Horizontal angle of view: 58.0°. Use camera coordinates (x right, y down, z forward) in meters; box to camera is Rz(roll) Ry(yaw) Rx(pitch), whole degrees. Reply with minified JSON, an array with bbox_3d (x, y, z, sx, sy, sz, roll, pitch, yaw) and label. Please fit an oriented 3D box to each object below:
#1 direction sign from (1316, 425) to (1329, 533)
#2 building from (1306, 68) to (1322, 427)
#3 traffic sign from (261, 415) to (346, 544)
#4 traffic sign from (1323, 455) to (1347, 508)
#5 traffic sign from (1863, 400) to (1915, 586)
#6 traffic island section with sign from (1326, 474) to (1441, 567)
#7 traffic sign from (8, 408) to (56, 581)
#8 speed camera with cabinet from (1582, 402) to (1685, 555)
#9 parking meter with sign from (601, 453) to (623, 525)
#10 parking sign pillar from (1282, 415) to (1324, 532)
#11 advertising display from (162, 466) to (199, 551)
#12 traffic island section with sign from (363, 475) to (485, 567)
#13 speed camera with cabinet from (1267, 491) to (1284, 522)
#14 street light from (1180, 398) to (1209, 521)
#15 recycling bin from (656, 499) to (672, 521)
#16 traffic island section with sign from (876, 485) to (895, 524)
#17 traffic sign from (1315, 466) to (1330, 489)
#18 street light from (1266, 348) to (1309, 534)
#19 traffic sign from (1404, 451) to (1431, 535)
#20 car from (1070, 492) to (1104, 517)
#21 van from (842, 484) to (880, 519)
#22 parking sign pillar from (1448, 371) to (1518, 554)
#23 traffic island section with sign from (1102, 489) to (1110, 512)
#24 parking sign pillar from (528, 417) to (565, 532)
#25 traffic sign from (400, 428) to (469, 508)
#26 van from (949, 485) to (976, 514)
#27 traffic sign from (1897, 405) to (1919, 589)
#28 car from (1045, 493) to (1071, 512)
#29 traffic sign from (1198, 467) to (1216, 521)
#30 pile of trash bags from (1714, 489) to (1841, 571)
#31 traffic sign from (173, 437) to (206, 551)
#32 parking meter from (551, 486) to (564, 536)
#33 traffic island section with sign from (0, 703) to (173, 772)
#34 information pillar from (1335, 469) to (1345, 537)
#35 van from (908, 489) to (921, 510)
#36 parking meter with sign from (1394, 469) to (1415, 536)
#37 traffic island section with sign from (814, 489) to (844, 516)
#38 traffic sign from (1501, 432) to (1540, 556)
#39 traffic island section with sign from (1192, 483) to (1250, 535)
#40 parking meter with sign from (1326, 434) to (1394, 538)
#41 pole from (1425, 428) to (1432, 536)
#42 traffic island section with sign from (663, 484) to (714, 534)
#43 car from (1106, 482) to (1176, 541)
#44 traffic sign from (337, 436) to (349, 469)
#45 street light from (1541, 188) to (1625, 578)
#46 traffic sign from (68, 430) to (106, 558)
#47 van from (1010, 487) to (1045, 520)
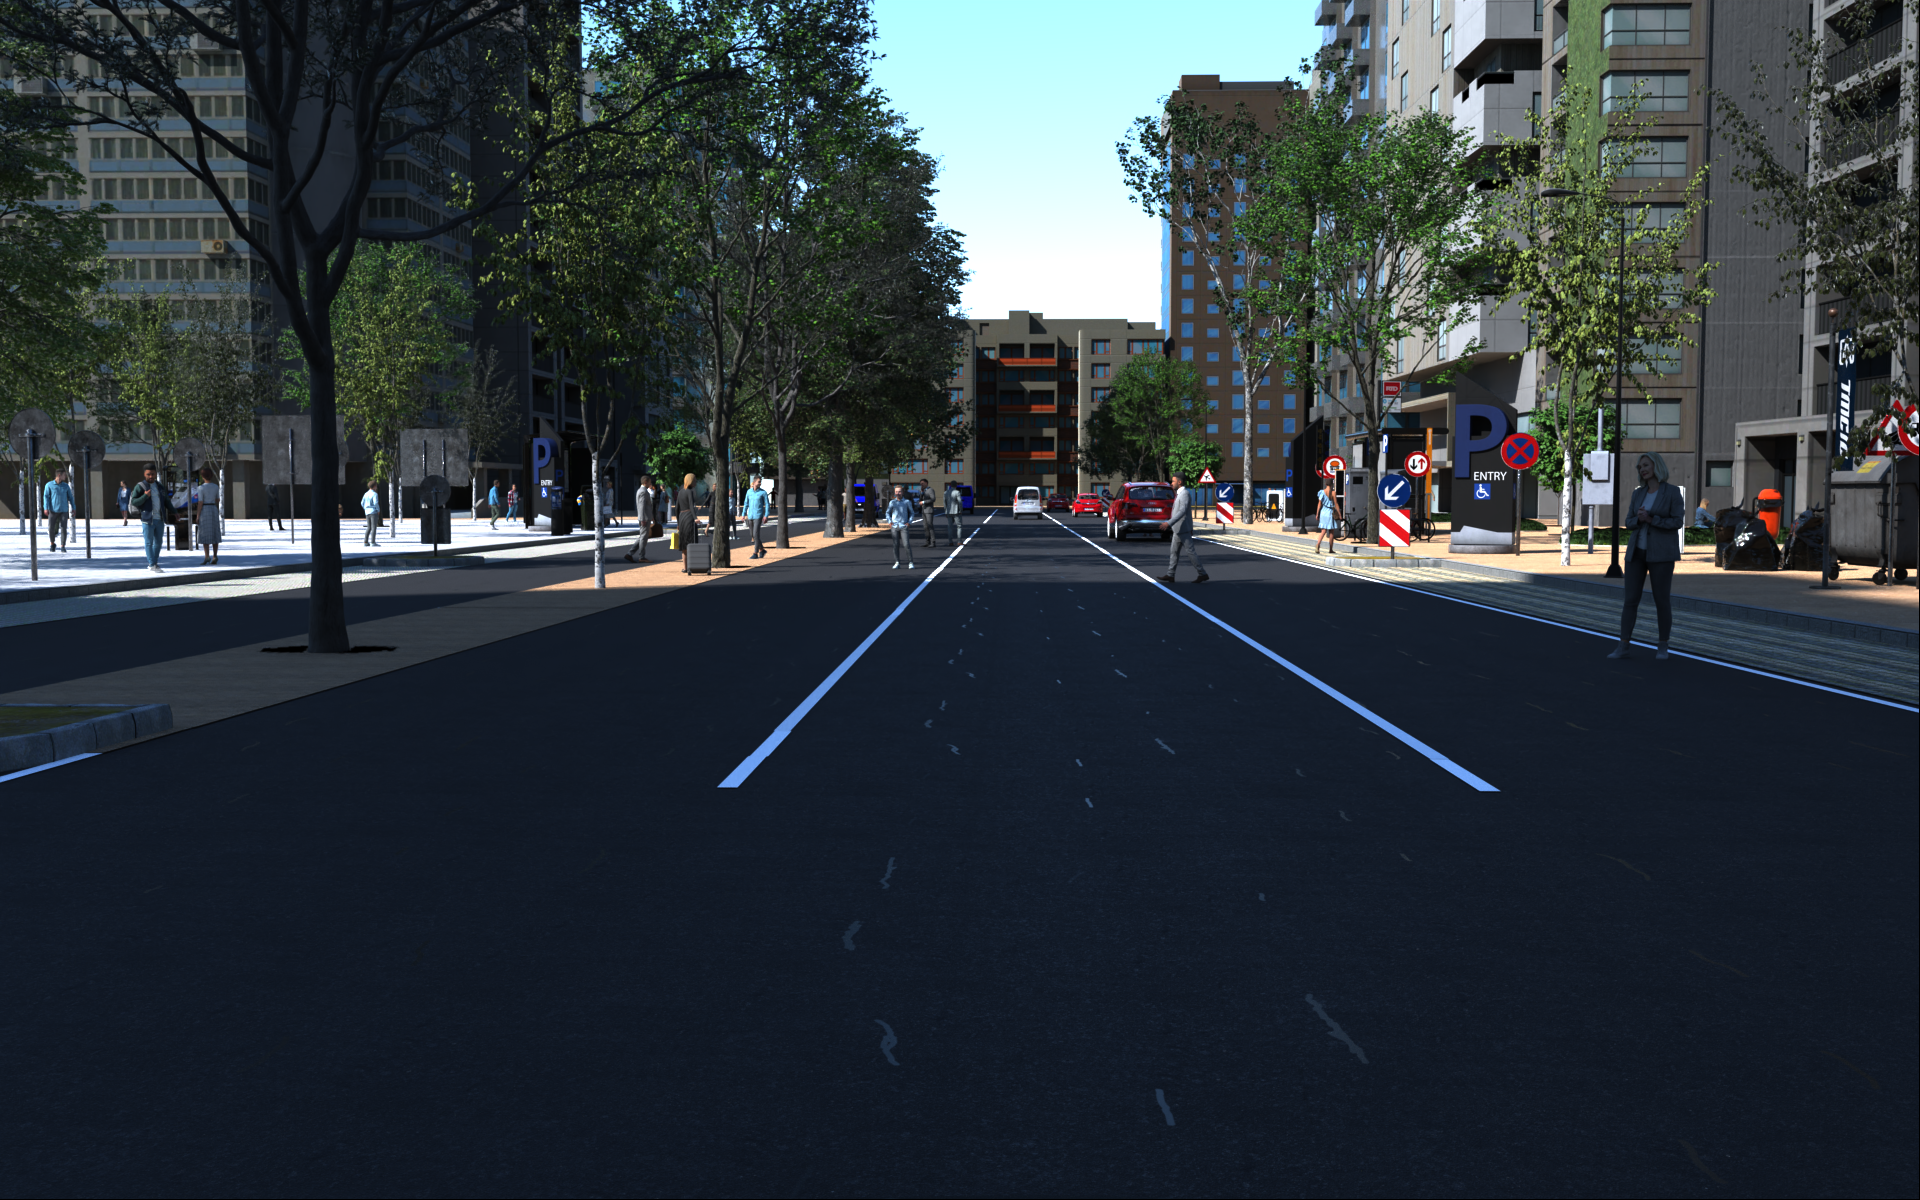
[{"bbox_3d":[11.982,-3.991,57.256,0.379,3.537,0.876,3,4,38],"label":"direction sign"},{"bbox_3d":[48.112,-34.675,190.635,21.600,48.544,21.300,0,4,2],"label":"building"},{"bbox_3d":[-16.912,-3.102,44.598,2.265,3.308,0.079,0,4,8],"label":"traffic sign"},{"bbox_3d":[12.195,-3.446,56.451,0.768,2.556,0.104,0,4,4],"label":"traffic sign"},{"bbox_3d":[12.931,-1.468,24.012,0.884,2.594,0.081,0,4,2],"label":"traffic sign"},{"bbox_3d":[8.394,-1.589,34.603,1.989,1.847,2.006,0,4,2],"label":"traffic island section with sign"},{"bbox_3d":[-13.721,-1.560,25.606,0.768,2.556,0.104,1,4,9],"label":"traffic sign"},{"bbox_3d":[14.426,-2.614,37.076,2.038,3.252,0.660,1,4,22],"label":"speed camera with cabinet"},{"bbox_3d":[-14.995,-4.657,72.398,1.738,3.016,0.543,-1,4,-11],"label":"parking meter with sign"},{"bbox_3d":[11.730,-4.315,59.024,1.447,3.967,1.447,-2,4,-29],"label":"parking sign pillar"},{"bbox_3d":[-17.813,-2.106,39.654,0.123,1.923,0.974,1,4,21],"label":"advertising display"},{"bbox_3d":[-10.729,-1.609,34.943,1.989,1.847,2.006,0,4,2],"label":"traffic island section with sign"},{"bbox_3d":[15.295,-5.297,80.934,0.660,3.252,2.038,-3,5,-40],"label":"speed camera with cabinet"},{"bbox_3d":[11.332,-6.798,83.685,1.470,5.913,1.316,0,4,2],"label":"street light"},{"bbox_3d":[-14.054,-4.251,82.064,0.722,1.027,0.722,-1,4,-13],"label":"recycling bin"},{"bbox_3d":[-3.559,-4.678,84.622,2.006,1.907,1.989,0,4,2],"label":"traffic island section with sign"},{"bbox_3d":[12.236,-3.530,57.829,0.768,2.556,0.104,0,4,3],"label":"traffic sign"},{"bbox_3d":[10.427,-5.055,55.190,1.470,5.913,1.316,0,4,2],"label":"street light"},{"bbox_3d":[13.574,-3.140,51.443,0.768,2.556,0.104,0,4,6],"label":"traffic sign"},{"bbox_3d":[7.971,-6.070,108.286,2.155,1.783,4.494,0,4,2],"label":"car"},{"bbox_3d":[-5.849,-6.039,103.123,2.240,2.365,5.245,0,4,0],"label":"van"},{"bbox_3d":[11.359,-3.000,37.523,1.447,3.967,1.447,2,4,27],"label":"parking sign pillar"},{"bbox_3d":[11.523,-7.953,138.652,1.989,1.847,2.006,0,4,2],"label":"traffic island section with sign"},{"bbox_3d":[-14.176,-4.359,59.742,1.447,3.967,1.447,3,5,44],"label":"parking sign pillar"},{"bbox_3d":[-16.375,-3.673,53.932,2.265,3.308,0.079,1,4,10],"label":"traffic sign"},{"bbox_3d":[0.052,-7.378,125.009,2.240,2.365,5.245,0,3,0],"label":"van"},{"bbox_3d":[12.928,-1.416,23.255,0.768,2.556,0.104,0,4,3],"label":"traffic sign"},{"bbox_3d":[7.868,-7.948,138.989,2.155,1.783,4.494,0,4,2],"label":"car"},{"bbox_3d":[11.781,-5.055,82.645,0.884,2.594,0.081,0,4,5],"label":"traffic sign"},{"bbox_3d":[14.182,-1.252,30.215,1.912,1.369,3.447,1,4,21],"label":"pile of trash bags"},{"bbox_3d":[-17.326,-2.375,38.941,0.768,2.556,0.104,0,4,4],"label":"traffic sign"},{"bbox_3d":[-12.407,-2.748,53.337,0.372,1.533,0.369,0,3,0],"label":"parking meter"},{"bbox_3d":[-5.814,-0.084,9.517,2.006,1.907,1.989,0,4,2],"label":"traffic island section with sign"},{"bbox_3d":[11.340,-2.888,51.710,0.304,2.012,0.304,1,4,13],"label":"information pillar"},{"bbox_3d":[-4.211,-8.943,153.235,2.013,2.044,4.112,0,4,1],"label":"van"},{"bbox_3d":[13.316,-3.490,53.323,0.543,3.016,1.738,-3,4,-38],"label":"parking meter with sign"},{"bbox_3d":[-8.401,-6.335,112.210,1.989,1.847,2.006,0,4,2],"label":"traffic island section with sign"},{"bbox_3d":[11.603,-2.192,35.944,0.768,2.556,0.104,1,4,11],"label":"traffic sign"},{"bbox_3d":[9.202,-3.237,61.547,1.989,1.847,2.006,0,4,2],"label":"traffic island section with sign"},{"bbox_3d":[11.575,-3.309,50.369,1.738,3.016,0.543,0,4,-2],"label":"parking meter with sign"},{"bbox_3d":[14.465,-3.645,53.437,0.158,3.312,0.155,0,3,0],"label":"pole"},{"bbox_3d":[-9.893,-3.300,62.580,1.989,1.847,2.006,0,4,2],"label":"traffic island section with sign"},{"bbox_3d":[5.763,-2.782,54.165,2.281,1.827,5.304,0,4,1],"label":"car"},{"bbox_3d":[-13.536,-2.278,37.347,0.768,2.556,0.104,0,4,6],"label":"traffic sign"},{"bbox_3d":[9.522,-3.298,26.467,1.470,5.913,1.316,0,4,2],"label":"street light"},{"bbox_3d":[-17.414,-2.106,34.542,0.768,2.556,0.104,0,4,3],"label":"traffic sign"},{"bbox_3d":[3.867,-5.608,98.695,2.013,2.044,4.112,0,4,2],"label":"van"}]
